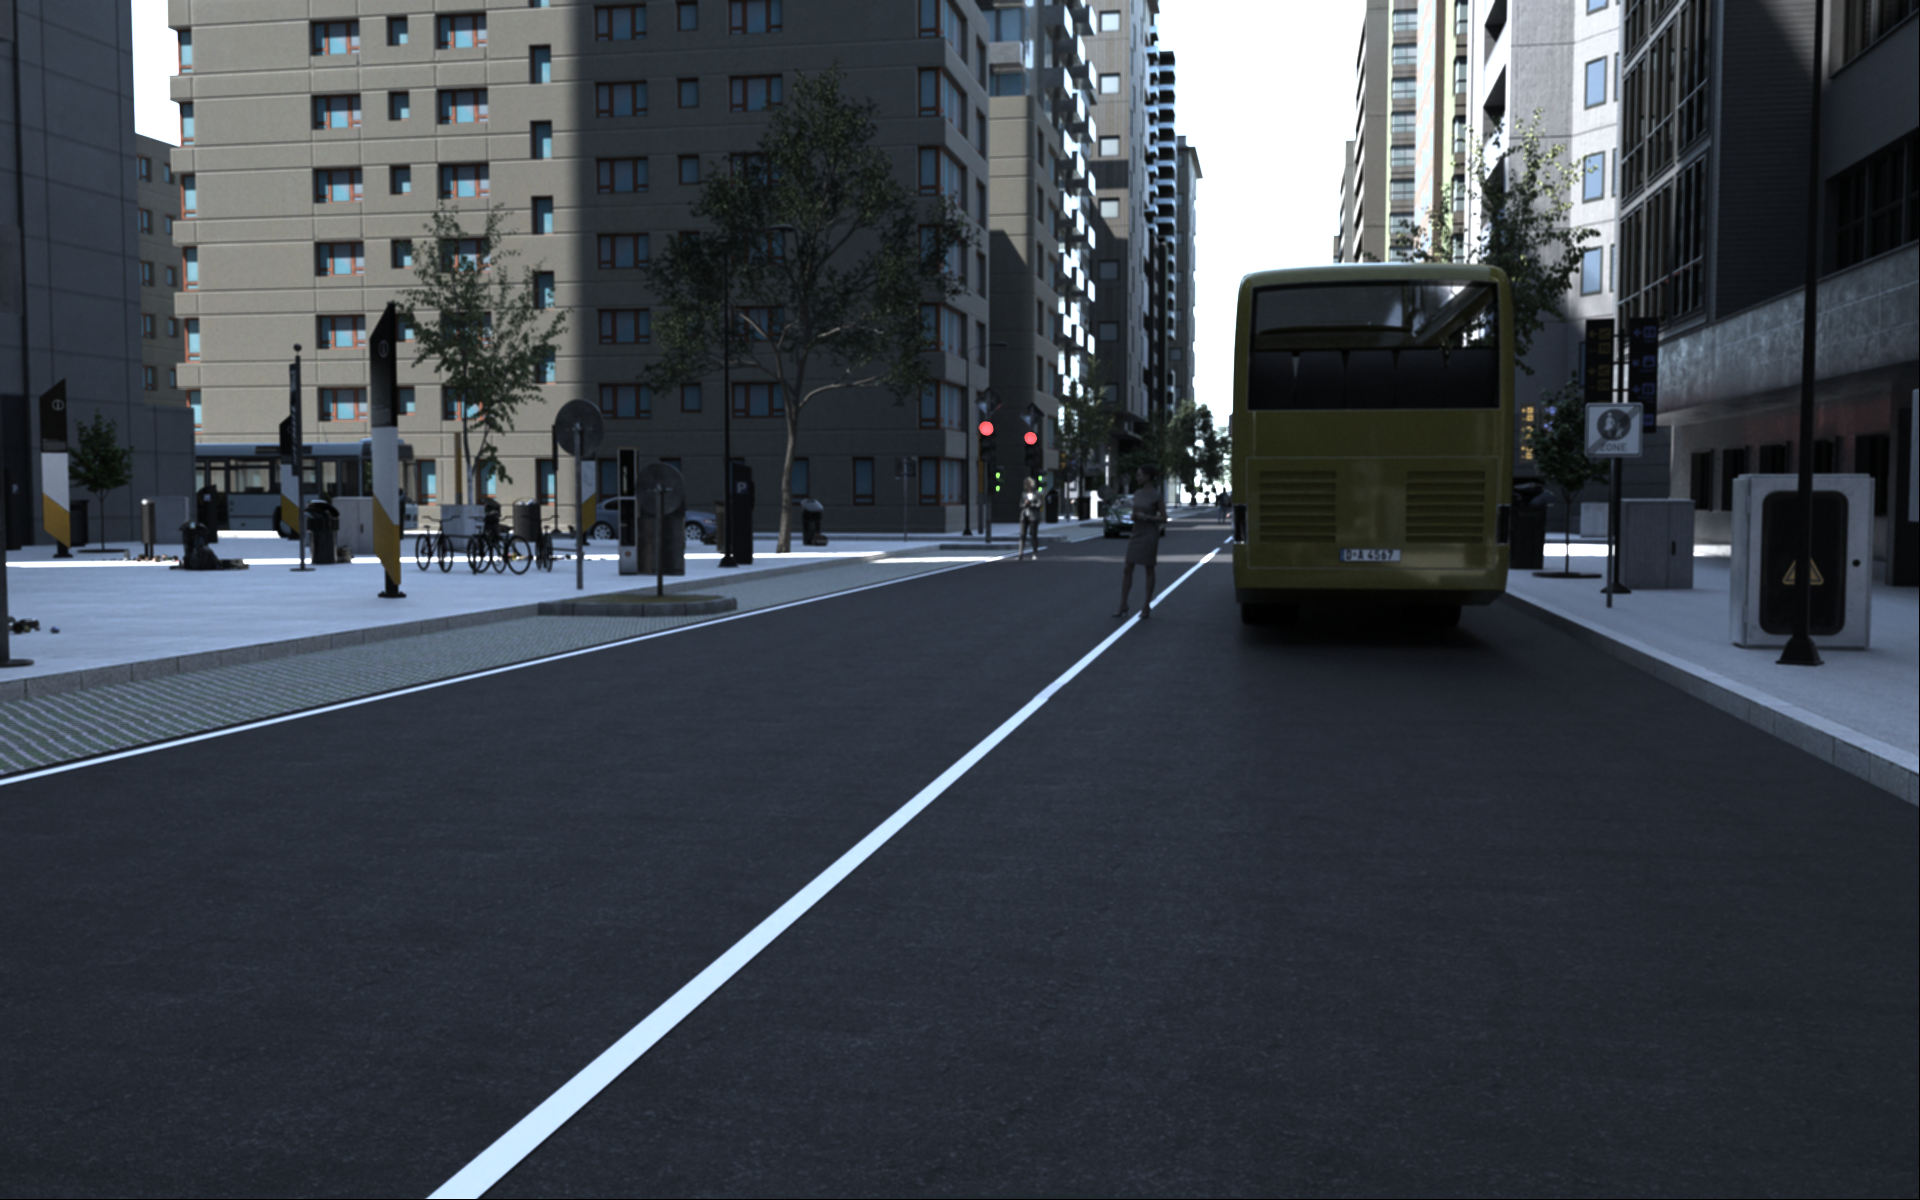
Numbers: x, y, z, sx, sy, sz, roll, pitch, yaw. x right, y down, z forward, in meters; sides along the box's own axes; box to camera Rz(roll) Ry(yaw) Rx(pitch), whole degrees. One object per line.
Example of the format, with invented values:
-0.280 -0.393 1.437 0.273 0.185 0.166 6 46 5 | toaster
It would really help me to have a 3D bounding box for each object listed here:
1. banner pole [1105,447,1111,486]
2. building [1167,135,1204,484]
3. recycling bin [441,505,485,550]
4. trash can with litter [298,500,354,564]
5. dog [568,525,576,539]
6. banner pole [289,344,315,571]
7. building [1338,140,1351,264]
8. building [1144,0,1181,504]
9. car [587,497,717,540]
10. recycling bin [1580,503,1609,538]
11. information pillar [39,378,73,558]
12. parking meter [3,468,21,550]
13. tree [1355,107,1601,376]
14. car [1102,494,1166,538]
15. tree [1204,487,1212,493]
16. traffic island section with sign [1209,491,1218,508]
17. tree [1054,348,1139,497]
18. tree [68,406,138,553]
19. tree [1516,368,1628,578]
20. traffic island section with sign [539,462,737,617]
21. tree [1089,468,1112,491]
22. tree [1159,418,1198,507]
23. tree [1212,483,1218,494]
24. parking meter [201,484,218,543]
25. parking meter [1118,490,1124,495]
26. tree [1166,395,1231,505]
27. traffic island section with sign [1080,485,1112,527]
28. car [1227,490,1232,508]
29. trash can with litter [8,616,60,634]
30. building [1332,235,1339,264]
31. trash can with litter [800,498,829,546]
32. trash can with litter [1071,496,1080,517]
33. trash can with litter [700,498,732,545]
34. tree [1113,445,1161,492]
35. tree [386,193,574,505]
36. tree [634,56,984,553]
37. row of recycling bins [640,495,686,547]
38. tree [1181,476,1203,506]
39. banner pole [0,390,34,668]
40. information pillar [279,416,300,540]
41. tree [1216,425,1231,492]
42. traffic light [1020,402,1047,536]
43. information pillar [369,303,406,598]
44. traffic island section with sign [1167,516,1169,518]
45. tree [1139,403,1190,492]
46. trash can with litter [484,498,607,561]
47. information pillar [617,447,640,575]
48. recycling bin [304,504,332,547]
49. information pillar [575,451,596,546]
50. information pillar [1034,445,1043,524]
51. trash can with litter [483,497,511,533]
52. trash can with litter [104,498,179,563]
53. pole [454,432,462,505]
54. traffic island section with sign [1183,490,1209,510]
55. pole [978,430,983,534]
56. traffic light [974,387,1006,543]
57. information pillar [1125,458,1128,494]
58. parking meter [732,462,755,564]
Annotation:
7.976 -6.318 93.314 0.401 3.779 0.863 -1 4 -16 | banner pole
21.366 -40.993 259.470 28.713 52.752 27.495 1 4 11 | building
-11.485 -1.681 40.031 0.722 1.027 0.722 2 4 25 | recycling bin
-11.677 -1.259 31.974 0.624 1.170 1.055 1 4 9 | trash can with litter
-11.402 -1.976 51.601 0.406 0.507 0.540 1 4 10 | dog
-11.156 -2.393 29.143 0.401 3.779 0.863 -2 4 -33 | banner pole
60.012 -36.700 223.753 21.300 48.544 21.600 1 4 11 | building
18.582 -56.010 228.433 22.319 86.520 31.000 1 4 11 | building
-8.861 -2.339 50.250 4.499 1.417 2.014 1 4 12 | car
18.652 -2.344 50.874 0.722 1.027 0.722 2 4 26 | recycling bin
-18.161 -2.656 34.781 0.504 3.616 0.183 -2 4 -35 | information pillar
-21.661 -2.068 39.524 0.255 1.863 0.399 0 4 4 | parking meter
10.030 -5.059 33.085 4.737 8.622 4.395 0 3 0 | tree
5.890 -2.832 58.099 2.131 1.459 4.920 1 4 10 | car
31.627 -14.266 227.847 1.663 3.219 1.824 0 3 0 | tree
25.432 -10.348 177.814 1.989 1.847 2.006 1 4 11 | traffic island section with sign
6.212 -8.420 88.023 4.737 8.622 4.395 0 3 0 | tree
-19.030 -2.659 38.081 1.663 3.219 1.824 0 3 0 | tree
9.532 -1.963 26.704 1.663 3.219 1.824 0 3 0 | tree
-3.811 -0.761 21.071 1.989 1.847 2.006 1 4 11 | traffic island section with sign
10.187 -8.044 126.120 1.663 3.219 1.824 0 3 0 | tree
21.256 -13.265 167.248 4.360 8.622 3.978 0 3 0 | tree
38.798 -16.512 264.564 1.663 3.219 1.824 0 3 0 | tree
-19.649 -2.259 45.338 0.372 1.533 0.369 0 3 0 | parking meter
10.279 -6.248 110.559 0.372 1.533 0.369 0 3 0 | parking meter
27.154 -17.396 201.424 9.611 12.733 9.660 0 3 0 | tree
6.301 -4.075 75.248 1.989 1.847 2.006 1 4 11 | traffic island section with sign
24.357 -8.831 153.052 2.281 1.827 5.304 1 4 9 | car
-9.139 -0.288 15.763 1.678 1.210 2.233 0 4 -6 | trash can with litter
65.426 -36.028 272.644 14.154 41.232 14.086 1 4 11 | building
-3.566 -1.947 43.218 0.624 1.170 1.055 -2 4 -28 | trash can with litter
6.443 -5.100 94.773 0.624 1.170 1.055 1 4 10 | trash can with litter
-6.095 -1.979 43.745 1.055 1.170 0.624 2 4 28 | trash can with litter
11.875 -8.103 116.195 4.285 4.588 4.351 0 3 0 | tree
-12.083 -5.692 43.420 4.737 8.622 4.395 0 3 0 | tree
-3.516 -6.273 36.970 7.601 10.594 8.767 2 4 24 | tree
-7.318 -2.111 41.634 1.069 1.692 3.534 -1 4 -22 | row of recycling bins
28.357 -13.277 211.687 1.663 3.219 1.824 0 3 0 | tree
-7.356 -1.403 12.964 0.863 3.779 0.401 2 4 30 | banner pole
-18.622 -3.474 48.154 0.504 3.616 0.183 0 4 -3 | information pillar
42.926 -22.392 284.227 7.486 12.596 7.792 0 3 0 | tree
2.223 -3.923 53.061 0.839 4.253 0.868 1 4 11 | traffic light
-7.118 -1.841 21.460 0.504 3.616 0.183 3 5 41 | information pillar
11.274 -5.704 101.893 1.989 1.847 2.006 1 4 11 | traffic island section with sign
16.288 -11.583 139.739 4.737 8.622 4.395 0 3 0 | tree
-8.042 -1.386 33.718 2.233 1.210 1.678 0 4 -6 | trash can with litter
-5.243 -1.403 27.436 0.304 2.012 0.304 0 4 -2 | information pillar
-15.549 -1.827 42.430 0.722 1.027 0.722 2 4 35 | recycling bin
-9.343 -3.168 43.151 0.504 3.616 0.183 0 4 0 | information pillar
3.369 -5.115 74.991 0.504 3.616 0.183 -2 4 -31 | information pillar
-15.231 -2.794 57.077 1.055 1.170 0.624 2 4 32 | trash can with litter
-15.405 -1.329 32.783 1.678 1.210 2.233 -2 4 -35 | trash can with litter
-16.480 -3.858 56.921 0.158 3.312 0.155 0 3 0 | pole
20.486 -8.727 151.315 1.989 1.847 2.006 1 4 11 | traffic island section with sign
0.665 -3.765 55.408 0.158 3.312 0.155 0 3 0 | pole
0.759 -3.443 45.211 0.839 4.253 0.868 1 4 11 | traffic light
10.804 -7.389 112.157 0.183 3.616 0.504 -1 4 -9 | information pillar
-3.953 -1.584 31.615 0.399 1.863 0.255 0 4 0 | parking meter
